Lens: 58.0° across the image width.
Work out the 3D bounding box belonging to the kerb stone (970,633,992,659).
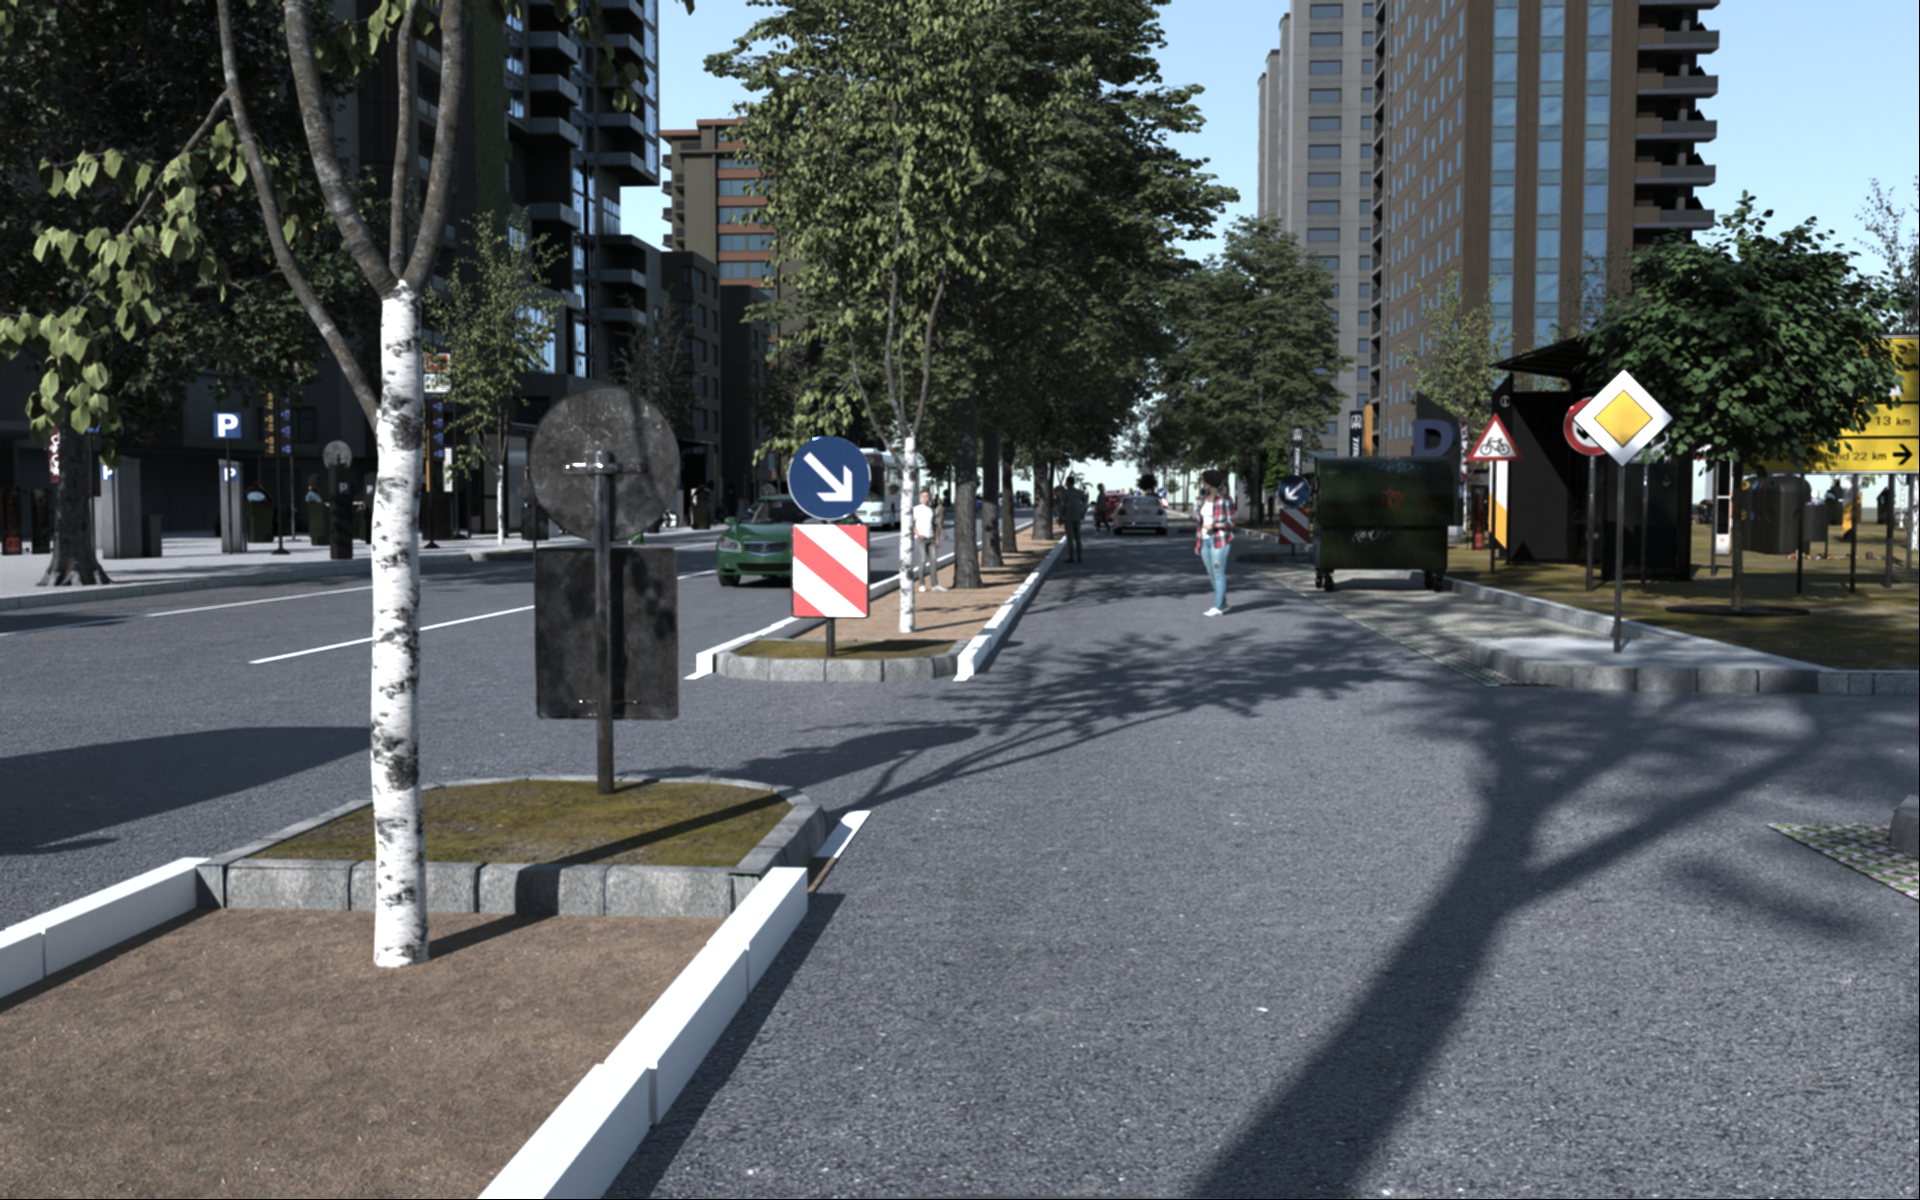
[{"bbox_3d":[0.166,0.426,15.229,0.120,0.150,1.000,0,4,5],"label":"kerb stone"}]

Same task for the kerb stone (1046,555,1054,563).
[{"bbox_3d":[1.753,-0.761,34.637,0.120,0.150,1.000,0,4,5],"label":"kerb stone"}]

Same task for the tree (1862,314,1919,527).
[{"bbox_3d":[36.366,-7.117,66.728,4.737,8.622,4.395,0,3,0],"label":"tree"}]

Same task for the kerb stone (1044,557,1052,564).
[{"bbox_3d":[1.667,-0.699,33.618,0.120,0.150,1.000,0,4,5],"label":"kerb stone"}]

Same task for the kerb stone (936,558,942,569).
[{"bbox_3d":[-0.500,-0.645,32.787,0.120,0.150,1.000,0,4,5],"label":"kerb stone"}]

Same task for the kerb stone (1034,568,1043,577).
[{"bbox_3d":[1.247,-0.387,28.521,0.120,0.150,1.000,0,4,5],"label":"kerb stone"}]

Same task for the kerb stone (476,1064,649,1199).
[{"bbox_3d":[-0.800,1.150,3.404,0.120,0.150,1.000,0,4,5],"label":"kerb stone"}]

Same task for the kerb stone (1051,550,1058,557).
[{"bbox_3d":[2.000,-0.948,37.699,0.120,0.150,1.000,0,4,5],"label":"kerb stone"}]

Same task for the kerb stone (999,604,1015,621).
[{"bbox_3d":[0.500,0.176,19.313,0.120,0.150,1.000,0,4,5],"label":"kerb stone"}]

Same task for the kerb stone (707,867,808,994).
[{"bbox_3d":[-0.624,1.024,5.455,0.120,0.150,1.000,0,4,5],"label":"kerb stone"}]

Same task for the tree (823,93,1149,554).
[{"bbox_3d":[1.087,-6.942,41.710,9.928,11.665,9.643,0,3,0],"label":"tree"}]

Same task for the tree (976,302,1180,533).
[{"bbox_3d":[3.164,-7.655,62.026,8.767,10.594,7.601,0,4,5],"label":"tree"}]

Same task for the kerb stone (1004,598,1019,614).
[{"bbox_3d":[0.579,0.115,20.340,0.120,0.150,1.000,0,4,5],"label":"kerb stone"}]

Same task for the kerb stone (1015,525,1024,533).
[{"bbox_3d":[2.309,-2.766,67.491,0.120,0.150,1.000,0,4,5],"label":"kerb stone"}]

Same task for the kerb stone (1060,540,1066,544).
[{"bbox_3d":[2.658,-1.446,45.853,0.120,0.150,1.000,0,4,5],"label":"kerb stone"}]

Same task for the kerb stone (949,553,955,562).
[{"bbox_3d":[-0.258,-0.835,35.843,0.120,0.150,1.000,0,4,5],"label":"kerb stone"}]

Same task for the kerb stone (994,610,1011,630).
[{"bbox_3d":[0.423,0.239,18.287,0.120,0.150,1.000,0,4,5],"label":"kerb stone"}]

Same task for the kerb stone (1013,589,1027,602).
[{"bbox_3d":[0.749,-0.012,22.389,0.120,0.150,1.000,0,4,5],"label":"kerb stone"}]

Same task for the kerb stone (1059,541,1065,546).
[{"bbox_3d":[2.575,-1.380,44.831,0.120,0.150,1.000,0,4,5],"label":"kerb stone"}]

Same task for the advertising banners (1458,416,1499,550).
[{"bbox_3d":[11.915,-2.661,39.692,2.074,3.025,0.090,-3,5,-44],"label":"advertising banners"}]

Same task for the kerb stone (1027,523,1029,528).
[{"bbox_3d":[2.653,-3.020,71.573,0.120,0.150,1.000,0,4,5],"label":"kerb stone"}]

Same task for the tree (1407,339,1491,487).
[{"bbox_3d":[22.966,-8.012,81.353,4.360,8.622,3.978,0,3,0],"label":"tree"}]

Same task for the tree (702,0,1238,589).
[{"bbox_3d":[0.175,-6.407,25.340,7.486,12.596,7.792,0,3,0],"label":"tree"}]

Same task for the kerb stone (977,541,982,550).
[{"bbox_3d":[0.573,-1.459,46.058,0.120,0.150,1.000,0,4,5],"label":"kerb stone"}]

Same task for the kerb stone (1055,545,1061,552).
[{"bbox_3d":[2.246,-1.135,40.755,0.120,0.150,1.000,0,4,5],"label":"kerb stone"}]

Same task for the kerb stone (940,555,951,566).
[{"bbox_3d":[-0.338,-0.772,34.824,0.120,0.150,1.000,0,4,5],"label":"kerb stone"}]

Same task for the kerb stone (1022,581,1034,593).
[{"bbox_3d":[0.926,-0.137,24.430,0.120,0.150,1.000,0,4,5],"label":"kerb stone"}]

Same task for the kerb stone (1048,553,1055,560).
[{"bbox_3d":[1.836,-0.823,35.656,0.120,0.150,1.000,0,4,5],"label":"kerb stone"}]

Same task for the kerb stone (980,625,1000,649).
[{"bbox_3d":[0.260,0.367,16.247,0.120,0.150,1.000,0,4,5],"label":"kerb stone"}]

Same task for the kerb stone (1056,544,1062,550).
[{"bbox_3d":[2.331,-1.195,41.774,0.120,0.150,1.000,0,4,5],"label":"kerb stone"}]

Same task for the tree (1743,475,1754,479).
[{"bbox_3d":[38.662,-8.224,84.829,4.360,8.622,3.978,0,3,0],"label":"tree"}]

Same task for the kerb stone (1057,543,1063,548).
[{"bbox_3d":[2.420,-1.260,42.792,0.120,0.150,1.000,0,4,5],"label":"kerb stone"}]

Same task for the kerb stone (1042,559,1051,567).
[{"bbox_3d":[1.592,-0.636,32.599,0.120,0.150,1.000,0,4,5],"label":"kerb stone"}]

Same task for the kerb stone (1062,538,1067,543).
[{"bbox_3d":[2.824,-1.568,47.890,0.120,0.150,1.000,0,4,5],"label":"kerb stone"}]

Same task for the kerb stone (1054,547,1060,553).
[{"bbox_3d":[2.165,-1.073,39.736,0.120,0.150,1.000,0,4,5],"label":"kerb stone"}]

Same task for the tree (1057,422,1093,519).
[{"bbox_3d":[5.157,-8.250,87.709,4.360,8.622,3.978,0,3,0],"label":"tree"}]

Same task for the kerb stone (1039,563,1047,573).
[{"bbox_3d":[1.413,-0.506,30.558,0.120,0.150,1.000,0,4,5],"label":"kerb stone"}]

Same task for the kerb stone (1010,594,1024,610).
[{"bbox_3d":[0.671,0.057,21.370,0.120,0.150,1.000,0,4,5],"label":"kerb stone"}]

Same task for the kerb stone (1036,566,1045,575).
[{"bbox_3d":[1.332,-0.446,29.539,0.120,0.150,1.000,0,4,5],"label":"kerb stone"}]

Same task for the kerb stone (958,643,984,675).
[{"bbox_3d":[0.085,0.488,14.211,0.120,0.150,1.000,0,4,5],"label":"kerb stone"}]

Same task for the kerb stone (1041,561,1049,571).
[{"bbox_3d":[1.506,-0.571,31.581,0.120,0.150,1.000,0,4,5],"label":"kerb stone"}]

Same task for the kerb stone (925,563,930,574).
[{"bbox_3d":[-0.675,-0.523,30.744,0.120,0.150,1.000,0,4,5],"label":"kerb stone"}]

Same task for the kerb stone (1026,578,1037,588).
[{"bbox_3d":[1.009,-0.191,25.449,0.120,0.150,1.000,0,4,5],"label":"kerb stone"}]

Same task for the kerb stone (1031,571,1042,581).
[{"bbox_3d":[1.177,-0.321,27.490,0.120,0.150,1.000,0,4,5],"label":"kerb stone"}]

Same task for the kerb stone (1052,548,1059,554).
[{"bbox_3d":[2.075,-1.008,38.719,0.120,0.150,1.000,0,4,5],"label":"kerb stone"}]

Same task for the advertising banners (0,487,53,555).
[{"bbox_3d":[-19.951,-2.460,36.413,0.090,3.025,2.074,1,4,18],"label":"advertising banners"}]

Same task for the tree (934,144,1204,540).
[{"bbox_3d":[2.568,-8.808,53.130,9.857,13.997,8.962,0,3,0],"label":"tree"}]

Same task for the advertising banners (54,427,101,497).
[{"bbox_3d":[-22.166,-2.928,44.066,2.074,3.025,0.090,-1,4,-11],"label":"advertising banners"}]

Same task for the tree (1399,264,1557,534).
[{"bbox_3d":[16.032,-6.393,54.888,4.737,8.622,4.395,0,3,0],"label":"tree"}]

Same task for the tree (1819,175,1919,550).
[{"bbox_3d":[21.601,-5.441,39.330,4.360,8.622,3.978,0,3,0],"label":"tree"}]

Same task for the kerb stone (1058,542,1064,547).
[{"bbox_3d":[2.493,-1.322,43.811,0.120,0.150,1.000,0,4,5],"label":"kerb stone"}]

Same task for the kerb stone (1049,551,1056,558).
[{"bbox_3d":[1.913,-0.885,36.677,0.120,0.150,1.000,0,4,5],"label":"kerb stone"}]

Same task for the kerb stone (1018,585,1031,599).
[{"bbox_3d":[0.844,-0.073,23.411,0.120,0.150,1.000,0,4,5],"label":"kerb stone"}]

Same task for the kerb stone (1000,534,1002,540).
[{"bbox_3d":[1.484,-2.143,57.282,0.120,0.150,1.000,0,4,5],"label":"kerb stone"}]

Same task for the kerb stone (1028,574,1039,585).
[{"bbox_3d":[1.083,-0.256,26.472,0.120,0.150,1.000,0,4,5],"label":"kerb stone"}]

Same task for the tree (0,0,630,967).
[{"bbox_3d":[-1.723,-3.207,5.261,4.737,8.622,4.395,0,3,0],"label":"tree"}]

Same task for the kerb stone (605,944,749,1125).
[{"bbox_3d":[-0.706,1.090,4.430,0.120,0.150,1.000,0,4,5],"label":"kerb stone"}]

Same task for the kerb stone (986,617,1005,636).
[{"bbox_3d":[0.334,0.302,17.269,0.120,0.150,1.000,0,4,5],"label":"kerb stone"}]
